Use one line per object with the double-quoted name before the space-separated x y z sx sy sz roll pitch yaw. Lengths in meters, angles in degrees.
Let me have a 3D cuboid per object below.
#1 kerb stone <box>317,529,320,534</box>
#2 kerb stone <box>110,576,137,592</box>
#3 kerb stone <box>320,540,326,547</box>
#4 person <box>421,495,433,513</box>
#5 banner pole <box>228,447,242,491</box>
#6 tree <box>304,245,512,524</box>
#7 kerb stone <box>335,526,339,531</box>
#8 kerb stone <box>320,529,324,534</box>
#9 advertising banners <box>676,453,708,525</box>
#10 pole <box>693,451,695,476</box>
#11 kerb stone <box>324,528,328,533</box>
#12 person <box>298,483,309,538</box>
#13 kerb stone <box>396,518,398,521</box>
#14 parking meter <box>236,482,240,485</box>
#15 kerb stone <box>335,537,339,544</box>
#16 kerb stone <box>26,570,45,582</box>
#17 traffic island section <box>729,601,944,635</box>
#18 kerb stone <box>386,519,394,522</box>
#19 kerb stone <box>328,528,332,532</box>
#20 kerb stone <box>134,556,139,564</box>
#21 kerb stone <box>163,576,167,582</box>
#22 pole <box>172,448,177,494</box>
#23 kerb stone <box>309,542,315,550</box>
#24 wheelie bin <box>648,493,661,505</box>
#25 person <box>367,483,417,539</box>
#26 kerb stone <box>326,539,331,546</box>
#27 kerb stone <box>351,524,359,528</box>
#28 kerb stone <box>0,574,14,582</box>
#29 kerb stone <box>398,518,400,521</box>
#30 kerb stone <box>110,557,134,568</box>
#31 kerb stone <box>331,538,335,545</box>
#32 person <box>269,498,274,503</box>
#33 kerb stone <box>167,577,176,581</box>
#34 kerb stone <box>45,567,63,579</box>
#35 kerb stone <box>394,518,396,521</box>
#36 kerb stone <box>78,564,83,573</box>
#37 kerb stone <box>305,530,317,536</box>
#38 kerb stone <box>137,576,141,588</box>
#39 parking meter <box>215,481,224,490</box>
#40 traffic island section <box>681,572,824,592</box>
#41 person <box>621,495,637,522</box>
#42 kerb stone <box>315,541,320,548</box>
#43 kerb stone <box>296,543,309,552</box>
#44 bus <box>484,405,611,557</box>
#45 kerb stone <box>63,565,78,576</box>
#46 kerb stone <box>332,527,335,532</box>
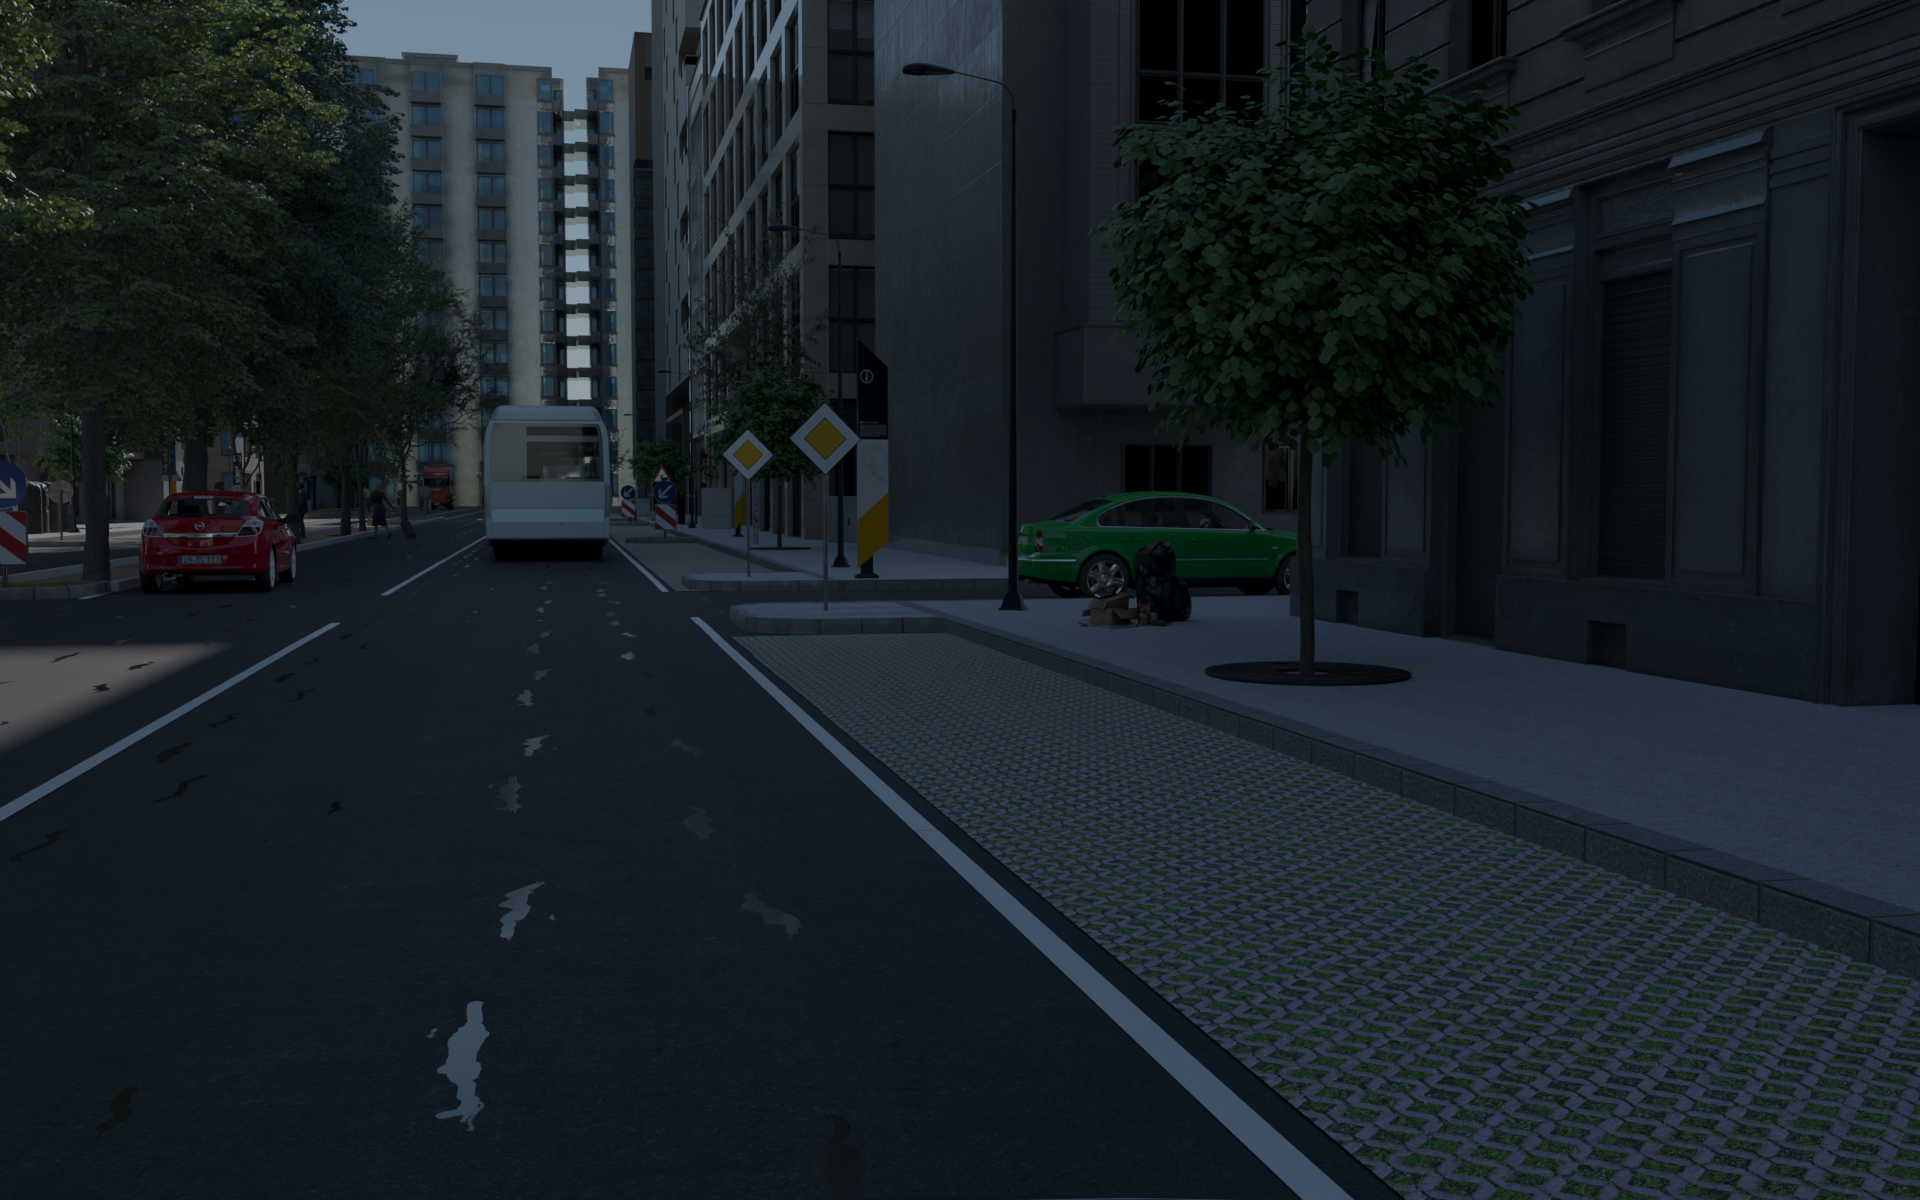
"kerb stone" -22.876 -2.395 61.346 0.120 0.150 1.000 -1 4 -13
"kerb stone" -12.503 -0.223 25.852 0.120 0.150 1.000 -1 4 -13
"kerb stone" -17.353 -1.495 46.833 0.120 0.150 1.000 -1 4 -13
"person" -40.295 -7.429 130.697 1.217 1.736 0.721 1 4 21
"banner pole" -38.682 -6.259 92.359 0.863 3.779 0.401 -1 4 -21
"tree" -26.617 -10.386 82.633 12.009 13.543 11.850 0 3 0
"kerb stone" -24.019 -2.701 66.351 0.120 0.150 1.000 -1 4 -13
"kerb stone" -23.100 -2.456 62.347 0.120 0.150 1.000 -1 4 -13
"advertising banners" -11.360 -4.734 73.592 0.090 3.025 2.074 2 4 32
"pole" -12.693 -5.410 82.296 0.158 3.312 0.155 0 3 0
"kerb stone" -23.335 -2.517 63.349 0.120 0.150 1.000 -1 4 -13
"person" -21.198 -2.879 55.751 0.419 1.800 0.721 -1 4 -19
"kerb stone" -29.568 -4.167 90.323 0.120 0.150 1.000 -1 4 -13
"parking meter" -35.506 -4.874 85.401 0.255 1.863 0.399 0 4 -5
"kerb stone" -18.059 -1.691 49.838 0.120 0.150 1.000 -1 4 -13
"kerb stone" -15.243 -0.378 28.376 0.120 0.150 1.000 -1 4 -13
"traffic island section" -1.461 0.193 19.129 2.009 0.180 2.903 -1 4 -13
"kerb stone" -29.101 -4.045 88.325 0.120 0.150 1.000 -1 4 -13
"kerb stone" -23.569 -2.578 64.352 0.120 0.150 1.000 -1 4 -13
"kerb stone" -16.853 -0.804 35.361 0.120 0.150 1.000 -1 4 -13
"kerb stone" -12.966 -0.346 27.846 0.120 0.150 1.000 -1 4 -13
"pole" -35.003 -5.094 77.130 0.158 3.312 0.155 0 3 0
"kerb stone" -16.891 -1.382 44.832 0.120 0.150 1.000 -1 4 -13
"wheelie bin" -15.273 -4.856 87.307 0.980 1.594 0.693 -2 4 -26
"person" -18.259 -2.859 55.460 1.509 1.804 0.699 1 4 12
"kerb stone" -17.583 -1.568 47.837 0.120 0.150 1.000 -1 4 -13
"kerb stone" -25.641 -3.129 73.347 0.120 0.150 1.000 -1 4 -13
"kerb stone" -15.022 -0.314 27.378 0.120 0.150 1.000 -1 4 -13
"kerb stone" -29.777 -4.219 91.324 0.120 0.150 1.000 -1 4 -13
"kerb stone" -16.628 -0.744 34.360 0.120 0.150 1.000 -1 4 -13
"kerb stone" -17.819 -1.626 48.838 0.120 0.150 1.000 -1 4 -13
"person" -28.319 -3.558 71.336 0.373 1.253 0.362 -1 4 -21
"kerb stone" -13.201 -0.406 28.840 0.120 0.150 1.000 -1 4 -13
"kerb stone" -15.470 -0.439 29.374 0.120 0.150 1.000 -1 4 -13
"kerb stone" -29.330 -4.106 89.323 0.120 0.150 1.000 -1 4 -13
"kerb stone" -15.935 -0.560 31.365 0.120 0.150 1.000 -1 4 -13
"kerb stone" -22.636 -2.326 60.349 0.120 0.150 1.000 -1 4 -13
"kerb stone" -12.735 -0.285 26.847 0.120 0.150 1.000 -1 4 -13
"parking meter" -34.373 -4.569 80.410 0.399 1.863 0.255 2 4 29
"traffic island section" -3.260 -0.283 26.909 2.009 0.180 2.903 -1 4 -13
"person" -16.067 -4.592 84.059 0.782 1.767 0.515 -1 4 -10
"kerb stone" -17.122 -1.445 45.828 0.120 0.150 1.000 -1 4 -13
"kerb stone" -16.660 -1.320 43.823 0.120 0.150 1.000 -1 4 -13
"bus" -10.138 -2.915 42.525 2.948 3.499 13.247 -1 4 -13
"kerb stone" -15.710 -0.500 30.368 0.120 0.150 1.000 -1 4 -13
"kerb stone" -23.792 -2.640 65.353 0.120 0.150 1.000 -1 4 -13
